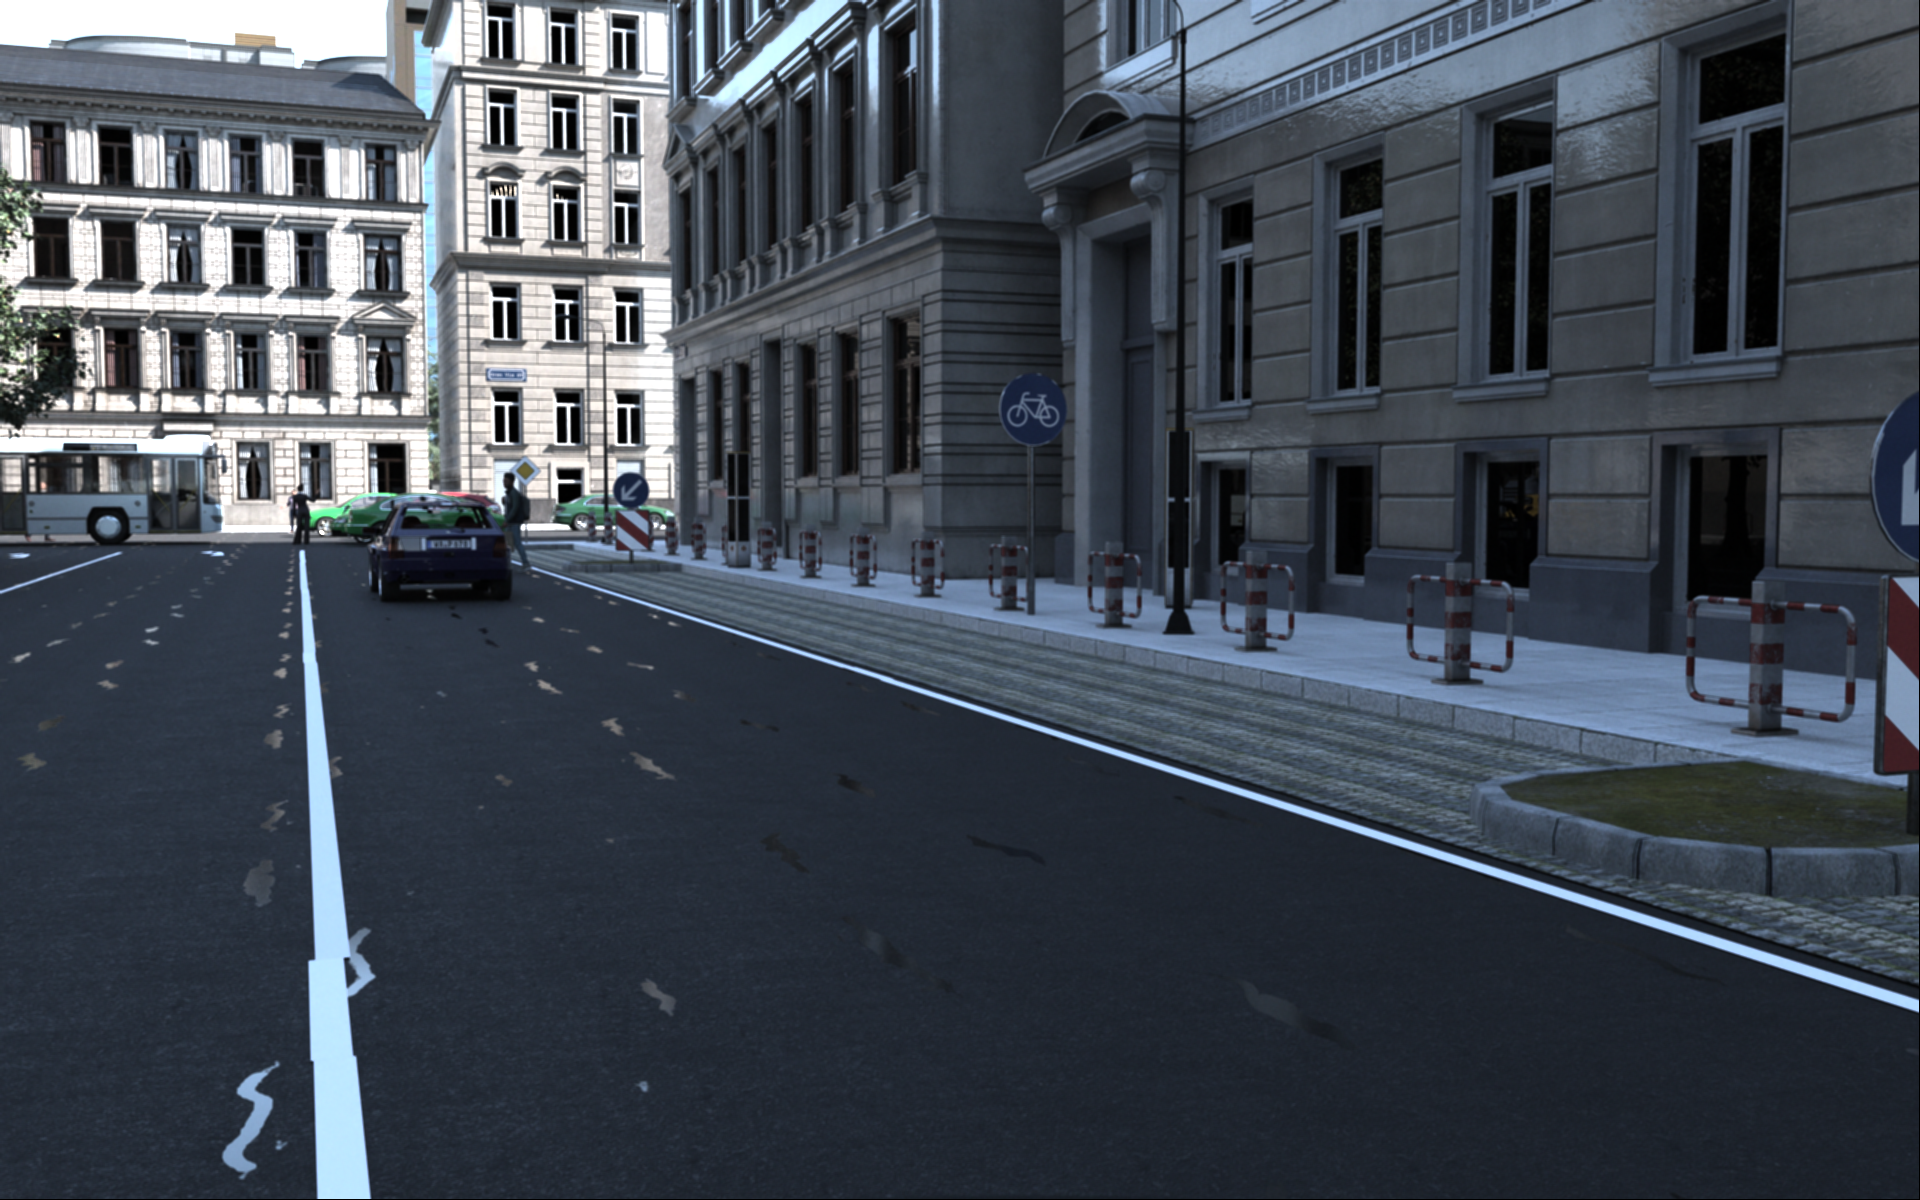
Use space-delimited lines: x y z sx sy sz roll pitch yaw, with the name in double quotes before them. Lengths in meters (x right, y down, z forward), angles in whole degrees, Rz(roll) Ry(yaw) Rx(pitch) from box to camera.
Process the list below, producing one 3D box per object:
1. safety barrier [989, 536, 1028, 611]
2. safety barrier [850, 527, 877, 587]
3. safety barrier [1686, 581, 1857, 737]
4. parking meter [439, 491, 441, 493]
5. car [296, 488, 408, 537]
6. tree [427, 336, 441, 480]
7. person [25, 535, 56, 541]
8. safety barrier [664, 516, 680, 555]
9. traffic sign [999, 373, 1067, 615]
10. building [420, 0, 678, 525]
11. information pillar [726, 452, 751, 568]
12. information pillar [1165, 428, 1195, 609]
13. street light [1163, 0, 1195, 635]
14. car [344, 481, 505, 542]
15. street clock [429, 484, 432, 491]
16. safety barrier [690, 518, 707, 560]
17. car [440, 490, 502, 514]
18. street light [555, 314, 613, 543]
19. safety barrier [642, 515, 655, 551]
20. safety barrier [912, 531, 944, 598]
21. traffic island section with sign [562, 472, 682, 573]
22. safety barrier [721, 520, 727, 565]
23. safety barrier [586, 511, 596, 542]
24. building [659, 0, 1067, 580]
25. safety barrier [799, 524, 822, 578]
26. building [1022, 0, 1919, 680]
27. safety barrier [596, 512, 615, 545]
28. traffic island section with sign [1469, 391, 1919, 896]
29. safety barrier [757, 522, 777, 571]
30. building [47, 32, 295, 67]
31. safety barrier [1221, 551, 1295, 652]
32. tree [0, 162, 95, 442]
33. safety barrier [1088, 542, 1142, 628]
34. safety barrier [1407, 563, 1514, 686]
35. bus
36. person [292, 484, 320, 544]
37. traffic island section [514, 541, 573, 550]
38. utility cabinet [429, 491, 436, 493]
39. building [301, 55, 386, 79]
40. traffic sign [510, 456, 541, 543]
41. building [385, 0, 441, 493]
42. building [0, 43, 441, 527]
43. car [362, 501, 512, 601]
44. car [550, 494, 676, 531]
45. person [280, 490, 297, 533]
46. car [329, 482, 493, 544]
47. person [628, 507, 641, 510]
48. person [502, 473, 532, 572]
"safety barrier" 0.542 -0.295 19.095 0.300 0.817 1.120 -1 4 -21
"safety barrier" -1.344 -0.596 24.023 0.300 0.817 1.120 -1 4 -21
"safety barrier" 4.303 0.308 9.240 0.300 0.817 1.120 -1 4 -21
"parking meter" -28.581 -5.515 95.876 0.255 1.863 0.399 2 4 35
"car" -20.037 -3.058 58.800 4.718 1.807 1.959 -1 4 -20
"tree" -41.836 -13.849 133.084 9.857 13.997 8.962 0 3 0
"person" -27.889 -2.694 52.458 0.836 1.842 0.656 -2 4 -24
"safety barrier" -6.049 -1.349 36.330 0.300 0.817 1.120 -1 4 -21
"traffic sign" 0.757 -1.115 18.329 0.768 2.556 0.104 -1 4 -19
"building" -11.329 -17.312 80.314 25.104 27.353 12.463 -1 4 -21
"information pillar" -3.857 -1.572 30.188 0.304 2.012 0.304 -3 5 -42
"information pillar" 2.468 -0.915 19.447 0.304 2.012 0.304 1 4 12
"street light" 1.506 -2.633 15.587 1.470 5.913 1.316 -1 4 -21
"car" -14.826 -2.442 48.721 4.718 1.807 1.959 -1 4 -19
"street clock" -36.682 -7.035 119.594 0.471 2.002 0.358 1 4 13
"safety barrier" -5.111 -1.198 33.869 0.300 0.817 1.120 -1 4 -21
"car" -16.706 -2.796 54.762 4.494 1.783 2.155 -1 4 -20
"street light" -9.783 -4.438 45.106 1.470 5.913 1.316 -1 4 -21
"safety barrier" -6.995 -1.500 38.801 0.300 0.817 1.120 -1 4 -21
"safety barrier" -0.404 -0.445 21.553 0.300 0.817 1.120 -1 4 -21
"traffic island section with sign" -6.366 -1.448 32.307 1.989 1.847 2.006 -1 4 -21
"safety barrier" -4.171 -1.048 31.408 0.300 0.817 1.120 -1 4 -21
"safety barrier" -9.817 -1.952 46.196 0.300 0.817 1.120 -1 4 -21
"building" 0.925 -12.227 36.071 11.583 22.565 21.152 -1 4 -21
"safety barrier" -2.288 -0.747 26.482 0.300 0.817 1.120 -1 4 -21
"building" 10.633 -14.142 17.123 13.634 28.700 20.117 -1 4 -21
"safety barrier" -8.873 -1.801 43.726 0.300 0.817 1.120 -1 4 -21
"traffic island section with sign" 3.259 0.092 7.122 1.989 1.847 2.006 -1 4 -21
"safety barrier" -3.227 -0.897 28.949 0.300 0.817 1.120 -1 4 -21
"building" -99.521 -41.567 221.626 28.212 58.520 21.231 -1 4 -21
"safety barrier" 2.422 0.007 14.160 0.300 0.817 1.120 -1 4 -21
"tree" -22.943 -7.044 34.636 9.611 12.733 9.660 0 3 0
"safety barrier" 1.479 -0.144 16.629 0.300 0.817 1.120 -1 4 -21
"safety barrier" 3.365 0.157 11.701 0.300 0.817 1.120 -1 4 -21
"bus" -26.943 -3.284 48.560 13.247 3.499 2.948 -1 4 -22
"person" -18.709 -2.462 49.551 0.742 1.727 0.445 -3 5 -43
"traffic island section" -11.318 -1.407 45.293 2.009 0.180 2.903 -1 4 -21
"utility cabinet" -32.999 -6.069 107.902 0.318 1.500 1.173 0 4 6
"building" -72.431 -42.173 231.525 28.212 58.520 21.231 -1 4 -21
"traffic sign" -11.337 -2.542 45.208 0.795 2.450 0.064 -1 4 -21
"building" -41.312 -30.487 148.573 14.600 45.320 14.200 -1 4 -21
"building" -31.736 -12.654 71.520 19.286 19.102 10.561 -1 4 -21
"car" -7.447 -0.738 24.642 1.945 1.354 3.894 -1 4 -22
"car" -13.726 -3.478 68.666 4.920 1.459 2.131 -1 4 -20
"person" -24.567 -3.270 63.916 0.963 1.587 0.435 -1 4 -9
"car" -16.053 -2.577 50.935 4.718 1.807 1.959 -1 4 -19
"person" -10.802 -2.856 57.159 0.435 1.587 0.963 0 4 -2
"person" -8.251 -1.429 31.849 0.713 1.824 0.794 0 4 -6
